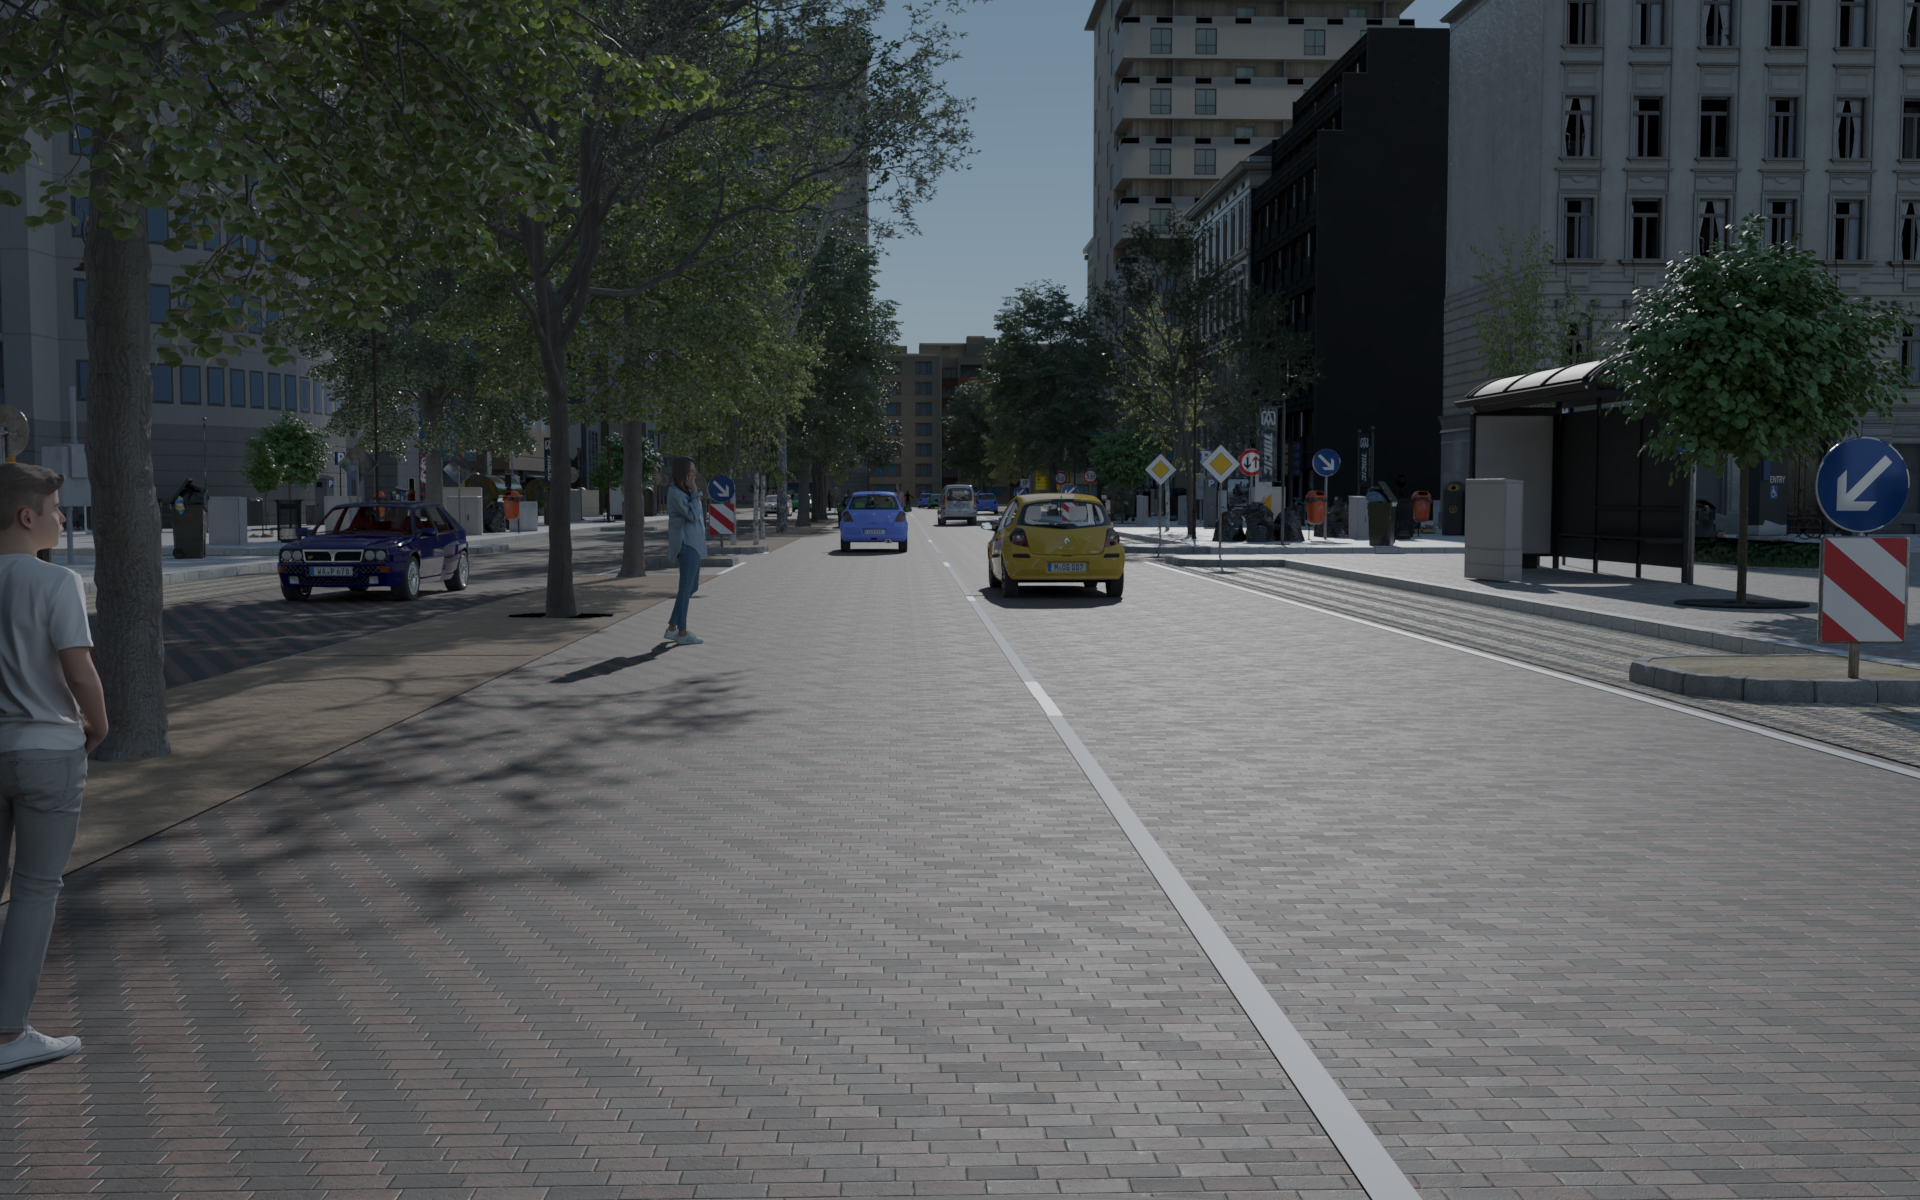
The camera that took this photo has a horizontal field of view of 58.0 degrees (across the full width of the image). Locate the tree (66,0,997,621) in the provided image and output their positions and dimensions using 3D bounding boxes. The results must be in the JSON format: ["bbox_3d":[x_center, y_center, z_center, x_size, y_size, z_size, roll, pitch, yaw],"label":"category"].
[{"bbox_3d":[-4.579,-6.524,19.488,12.009,13.543,11.850,0,3,0],"label":"tree"}]

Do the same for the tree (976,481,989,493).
[{"bbox_3d":[2.513,-12.231,194.582,1.663,3.219,1.824,0,3,0],"label":"tree"}]

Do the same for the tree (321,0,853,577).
[{"bbox_3d":[-5.760,-6.689,29.944,7.486,12.596,7.792,0,3,0],"label":"tree"}]

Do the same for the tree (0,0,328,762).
[{"bbox_3d":[-4.655,-5.437,9.475,7.486,12.596,7.792,0,3,0],"label":"tree"}]

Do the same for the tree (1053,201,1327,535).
[{"bbox_3d":[7.312,-7.356,54.675,8.767,10.594,7.601,0,4,-4],"label":"tree"}]

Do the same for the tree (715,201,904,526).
[{"bbox_3d":[-6.932,-10.210,76.042,9.857,13.997,8.962,0,3,0],"label":"tree"}]

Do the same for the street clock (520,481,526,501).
[{"bbox_3d":[-23.930,-5.517,94.771,0.358,2.002,0.471,1,4,11],"label":"street clock"}]

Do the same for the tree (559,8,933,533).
[{"bbox_3d":[-7.777,-12.566,63.799,12.611,20.169,13.585,0,3,0],"label":"tree"}]

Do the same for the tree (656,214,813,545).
[{"bbox_3d":[-5.791,-5.586,44.153,4.737,8.622,4.395,0,3,0],"label":"tree"}]

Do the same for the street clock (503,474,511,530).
[{"bbox_3d":[-16.128,-3.504,61.859,0.358,2.002,0.471,-1,4,-15],"label":"street clock"}]

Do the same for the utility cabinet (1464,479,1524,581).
[{"bbox_3d":[7.885,-1.034,25.579,0.318,1.500,1.173,-1,4,-11],"label":"utility cabinet"}]

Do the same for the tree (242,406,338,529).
[{"bbox_3d":[-25.020,-4.961,64.832,4.285,4.588,4.351,0,3,0],"label":"tree"}]

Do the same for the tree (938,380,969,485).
[{"bbox_3d":[2.204,-17.097,186.195,9.857,13.997,8.962,0,3,0],"label":"tree"}]

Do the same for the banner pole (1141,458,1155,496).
[{"bbox_3d":[11.439,-7.036,105.052,0.863,3.779,0.401,-1,4,-13],"label":"banner pole"}]

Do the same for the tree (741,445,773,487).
[{"bbox_3d":[-19.963,-14.877,177.645,8.767,10.594,7.601,3,4,38],"label":"tree"}]

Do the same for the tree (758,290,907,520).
[{"bbox_3d":[-7.776,-10.819,96.351,9.611,12.733,9.660,0,3,0],"label":"tree"}]

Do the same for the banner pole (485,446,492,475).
[{"bbox_3d":[-24.334,-6.075,89.336,0.401,3.779,0.863,-3,5,-42],"label":"banner pole"}]

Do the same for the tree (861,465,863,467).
[{"bbox_3d":[-8.380,-11.278,104.972,7.486,12.596,7.792,0,3,0],"label":"tree"}]

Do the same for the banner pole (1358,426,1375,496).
[{"bbox_3d":[15.115,-4.542,64.278,0.401,3.779,0.863,-3,4,-36],"label":"banner pole"}]

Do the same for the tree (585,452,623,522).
[{"bbox_3d":[-16.197,-5.187,79.416,1.663,3.219,1.824,0,3,0],"label":"tree"}]

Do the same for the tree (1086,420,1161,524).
[{"bbox_3d":[7.132,-5.599,75.257,4.285,4.588,4.351,0,3,0],"label":"tree"}]

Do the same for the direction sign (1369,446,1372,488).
[{"bbox_3d":[19.166,-5.443,80.983,0.379,3.537,0.876,2,4,25],"label":"direction sign"}]

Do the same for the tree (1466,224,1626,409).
[{"bbox_3d":[15.612,-5.921,47.173,4.737,8.622,4.395,0,3,0],"label":"tree"}]

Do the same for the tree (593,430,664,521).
[{"bbox_3d":[-15.903,-6.072,82.995,4.285,4.588,4.351,0,3,0],"label":"tree"}]

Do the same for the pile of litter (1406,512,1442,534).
[{"bbox_3d":[14.791,-2.553,55.701,1.719,0.858,1.176,0,4,4],"label":"pile of litter"}]

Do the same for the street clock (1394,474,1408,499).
[{"bbox_3d":[16.149,-3.600,63.423,0.471,2.002,0.358,1,4,20],"label":"street clock"}]

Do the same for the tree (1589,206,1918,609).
[{"bbox_3d":[8.974,-2.216,19.952,4.285,4.588,4.351,0,3,0],"label":"tree"}]

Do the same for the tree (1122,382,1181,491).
[{"bbox_3d":[12.163,-9.869,111.722,4.737,8.622,4.395,0,3,0],"label":"tree"}]

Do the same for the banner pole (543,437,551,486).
[{"bbox_3d":[-15.716,-4.719,67.173,0.863,3.779,0.401,0,4,-8],"label":"banner pole"}]

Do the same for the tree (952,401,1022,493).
[{"bbox_3d":[3.063,-13.746,159.155,8.767,10.594,7.601,2,4,34],"label":"tree"}]

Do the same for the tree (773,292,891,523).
[{"bbox_3d":[-7.204,-9.684,86.547,9.928,11.665,9.643,0,3,0],"label":"tree"}]

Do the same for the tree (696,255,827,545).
[{"bbox_3d":[-5.774,-5.870,48.797,4.360,8.622,3.978,0,3,0],"label":"tree"}]

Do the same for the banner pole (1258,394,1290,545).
[{"bbox_3d":[7.892,-3.271,43.499,0.863,3.779,0.401,0,4,-6],"label":"banner pole"}]

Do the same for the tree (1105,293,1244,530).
[{"bbox_3d":[7.346,-6.812,61.733,4.360,8.622,3.978,0,3,0],"label":"tree"}]

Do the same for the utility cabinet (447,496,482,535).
[{"bbox_3d":[-15.397,-2.608,53.795,1.020,1.237,0.306,1,4,10],"label":"utility cabinet"}]

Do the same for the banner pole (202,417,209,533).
[{"bbox_3d":[-24.575,-4.061,56.407,0.401,3.779,0.863,-1,4,-22],"label":"banner pole"}]

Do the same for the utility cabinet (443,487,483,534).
[{"bbox_3d":[-15.846,-2.847,55.220,1.173,1.500,0.318,-1,4,-9],"label":"utility cabinet"}]

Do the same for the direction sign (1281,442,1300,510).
[{"bbox_3d":[14.277,-5.069,74.881,0.876,3.537,0.379,-1,4,-13],"label":"direction sign"}]

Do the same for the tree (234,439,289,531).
[{"bbox_3d":[-24.501,-4.078,61.274,1.663,3.219,1.824,0,3,0],"label":"tree"}]

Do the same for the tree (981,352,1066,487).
[{"bbox_3d":[5.198,-13.277,135.198,7.486,12.596,7.792,0,3,0],"label":"tree"}]

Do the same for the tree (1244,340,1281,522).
[{"bbox_3d":[12.784,-7.842,78.583,4.360,8.622,3.978,0,3,0],"label":"tree"}]

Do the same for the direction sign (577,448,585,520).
[{"bbox_3d":[-18.511,-5.660,84.543,0.379,3.537,0.876,-2,4,-30],"label":"direction sign"}]

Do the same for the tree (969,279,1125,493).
[{"bbox_3d":[5.560,-11.963,102.253,9.857,13.997,8.962,0,3,0],"label":"tree"}]

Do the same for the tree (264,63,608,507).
[{"bbox_3d":[-15.286,-8.795,50.460,9.857,13.997,8.962,0,3,0],"label":"tree"}]

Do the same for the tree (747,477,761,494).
[{"bbox_3d":[-20.075,-10.798,171.153,1.663,3.219,1.824,0,3,0],"label":"tree"}]
